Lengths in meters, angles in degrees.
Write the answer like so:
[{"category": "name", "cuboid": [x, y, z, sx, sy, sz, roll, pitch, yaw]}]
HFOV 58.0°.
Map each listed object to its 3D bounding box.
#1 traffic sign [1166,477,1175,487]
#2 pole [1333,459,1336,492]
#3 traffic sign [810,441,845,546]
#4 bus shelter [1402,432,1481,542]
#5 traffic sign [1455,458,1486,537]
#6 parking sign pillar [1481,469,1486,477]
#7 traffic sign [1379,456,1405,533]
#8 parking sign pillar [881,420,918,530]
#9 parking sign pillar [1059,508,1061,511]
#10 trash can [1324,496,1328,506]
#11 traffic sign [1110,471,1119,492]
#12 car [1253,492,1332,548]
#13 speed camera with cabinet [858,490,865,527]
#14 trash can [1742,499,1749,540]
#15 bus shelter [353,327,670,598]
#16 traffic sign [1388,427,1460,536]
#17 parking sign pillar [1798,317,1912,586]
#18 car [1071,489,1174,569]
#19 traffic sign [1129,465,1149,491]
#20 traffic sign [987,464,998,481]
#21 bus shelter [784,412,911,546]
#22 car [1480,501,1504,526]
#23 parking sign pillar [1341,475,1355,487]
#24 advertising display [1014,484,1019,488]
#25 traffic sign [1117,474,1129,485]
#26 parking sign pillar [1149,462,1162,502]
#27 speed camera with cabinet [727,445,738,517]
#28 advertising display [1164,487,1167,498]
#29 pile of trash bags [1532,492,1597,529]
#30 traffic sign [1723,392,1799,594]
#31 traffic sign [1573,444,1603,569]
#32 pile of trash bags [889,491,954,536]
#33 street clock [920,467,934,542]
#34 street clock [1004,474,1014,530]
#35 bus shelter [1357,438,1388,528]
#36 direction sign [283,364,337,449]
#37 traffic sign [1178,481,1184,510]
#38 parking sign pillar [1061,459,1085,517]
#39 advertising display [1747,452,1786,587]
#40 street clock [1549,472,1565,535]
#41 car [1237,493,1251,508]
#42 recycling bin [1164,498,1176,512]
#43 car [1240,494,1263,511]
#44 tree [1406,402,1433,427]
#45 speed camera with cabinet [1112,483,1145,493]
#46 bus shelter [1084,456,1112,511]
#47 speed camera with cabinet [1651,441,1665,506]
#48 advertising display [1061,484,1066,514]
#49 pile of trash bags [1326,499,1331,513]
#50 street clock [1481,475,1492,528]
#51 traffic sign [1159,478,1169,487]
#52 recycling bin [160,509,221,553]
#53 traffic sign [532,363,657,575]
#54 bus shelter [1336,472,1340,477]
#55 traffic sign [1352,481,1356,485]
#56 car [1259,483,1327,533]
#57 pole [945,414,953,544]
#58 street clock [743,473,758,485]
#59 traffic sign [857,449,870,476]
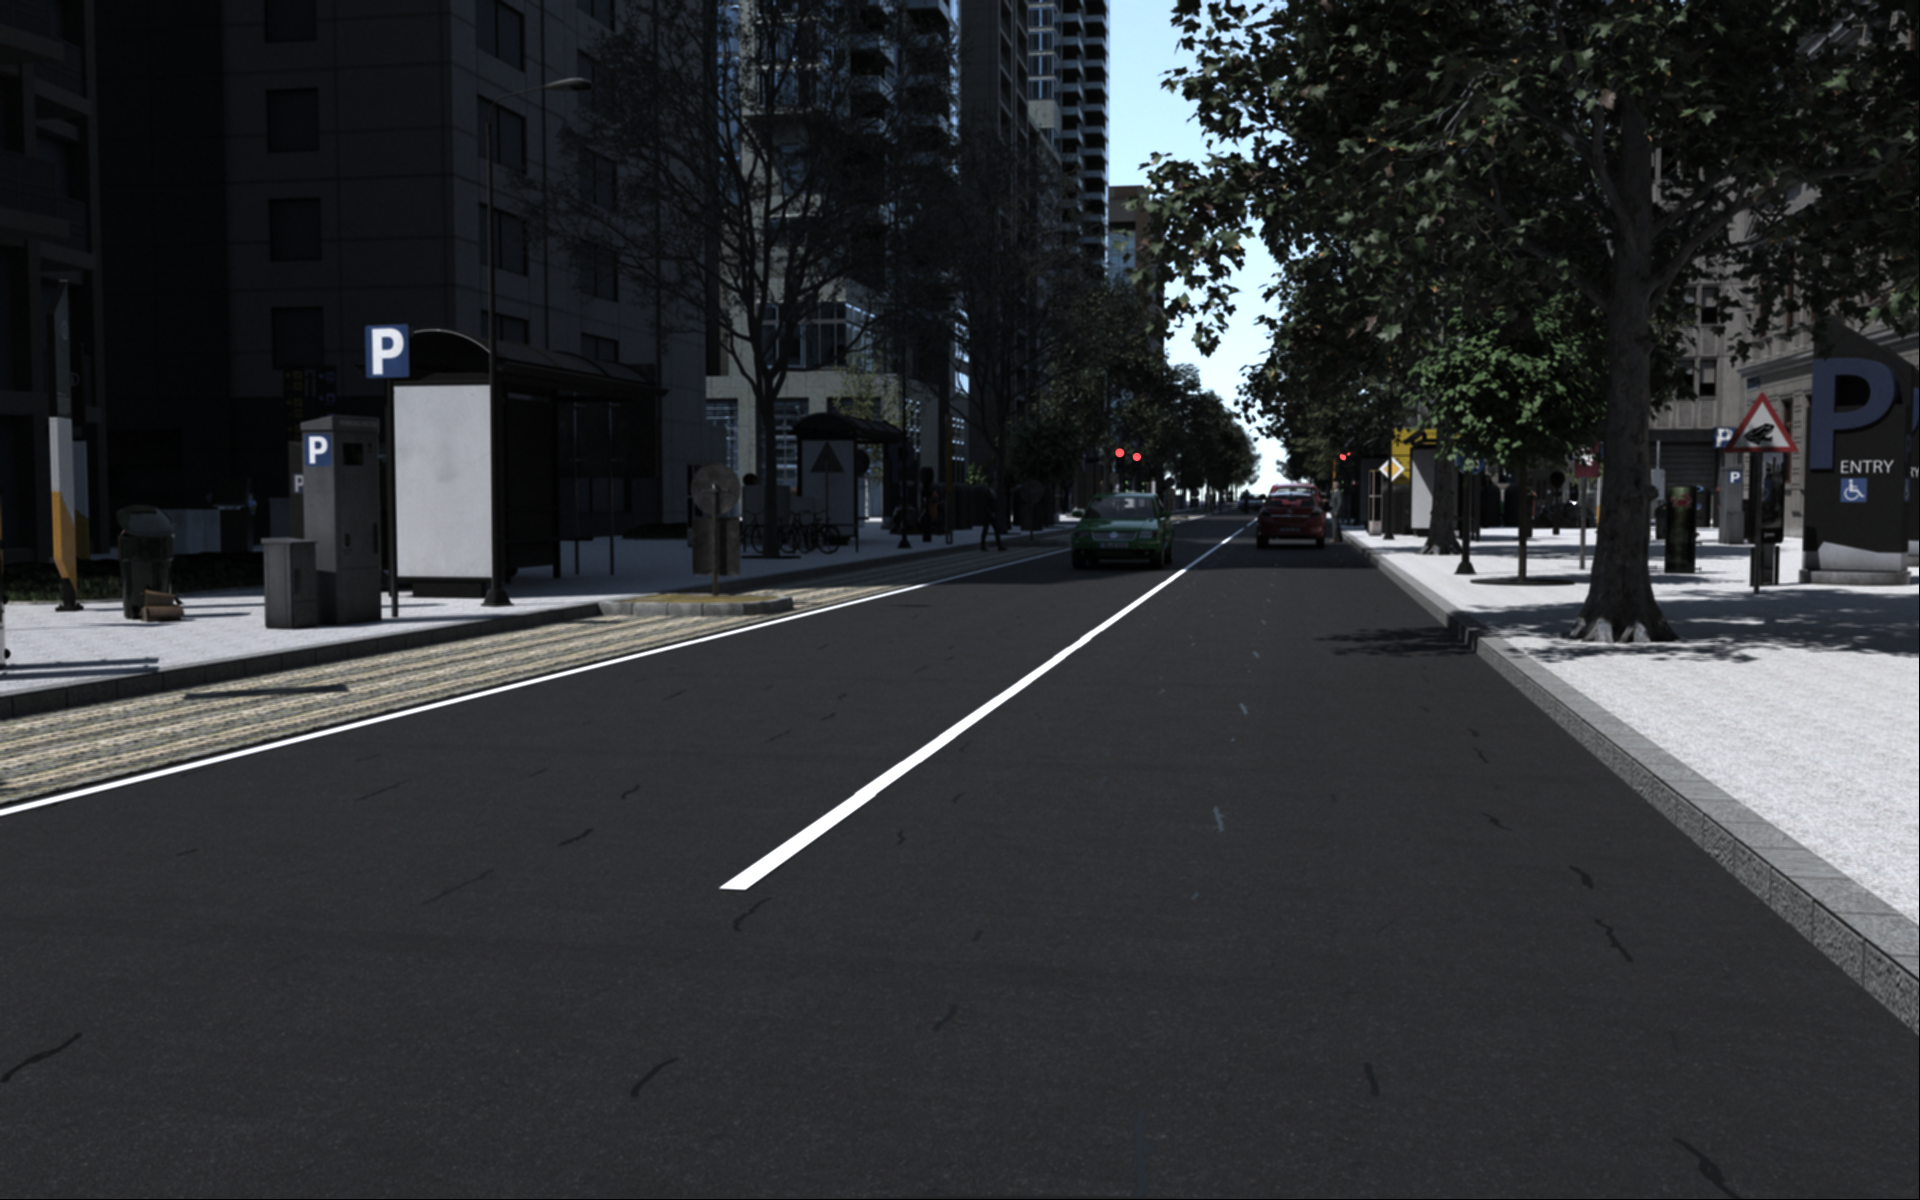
[{"category": "traffic sign", "cuboid": [15.572, -7.854, 128.524, 0.768, 2.556, 0.104, 1, 4, 16]}, {"category": "pole", "cuboid": [21.481, -6.456, 99.406, 0.158, 3.312, 0.155, 0, 3, 0]}, {"category": "traffic sign", "cuboid": [-3.263, -2.601, 42.536, 0.884, 2.594, 0.081, 1, 4, 14]}, {"category": "bus shelter", "cuboid": [13.690, -3.369, 49.009, 2.014, 3.302, 5.546, 1, 4, 11]}, {"category": "traffic sign", "cuboid": [13.421, -2.783, 45.600, 0.768, 2.556, 0.104, 1, 4, 13]}, {"category": "parking sign pillar", "cuboid": [31.273, -7.115, 104.799, 1.447, 3.967, 1.447, -1, 4, -12]}, {"category": "traffic sign", "cuboid": [13.048, -3.132, 52.389, 0.795, 2.450, 0.064, 1, 4, 12]}, {"category": "parking sign pillar", "cuboid": [-2.174, -4.561, 63.039, 1.447, 3.967, 1.447, -3, 5, -39]}, {"category": "parking sign pillar", "cuboid": [8.395, -8.871, 133.505, 1.447, 3.967, 1.447, -3, 5, -40]}, {"category": "trash can", "cuboid": [29.223, -7.696, 137.477, 0.748, 1.137, 0.748, 0, 3, 0]}, {"category": "traffic sign", "cuboid": [8.726, -5.960, 97.547, 0.768, 2.556, 0.104, 1, 4, 14]}, {"category": "car", "cuboid": [9.065, -2.340, 47.295, 2.155, 1.783, 4.494, 1, 4, 12]}, {"category": "speed camera with cabinet", "cuboid": [-4.491, -4.485, 67.665, 0.660, 3.252, 2.038, -3, 4, -36]}, {"category": "trash can", "cuboid": [22.324, -2.286, 49.033, 0.748, 1.137, 0.748, 0, 3, 0]}, {"category": "bus shelter", "cuboid": [-5.917, -1.828, 23.813, 2.014, 3.302, 5.546, 1, 4, 11]}, {"category": "traffic sign", "cuboid": [14.109, -3.578, 52.373, 2.265, 3.308, 0.079, 1, 4, 14]}, {"category": "parking sign pillar", "cuboid": [12.845, -2.220, 24.767, 1.447, 3.967, 1.447, 3, 5, 40]}, {"category": "car", "cuboid": [3.293, -1.584, 34.689, 1.959, 1.807, 4.718, 1, 4, 10]}, {"category": "traffic sign", "cuboid": [12.365, -7.929, 123.513, 2.265, 3.308, 0.079, 1, 4, 20]}, {"category": "traffic sign", "cuboid": [1.498, -4.487, 73.468, 0.768, 2.556, 0.104, 1, 4, 17]}, {"category": "bus shelter", "cuboid": [-2.867, -3.165, 45.664, 2.014, 3.302, 5.546, 1, 4, 11]}, {"category": "car", "cuboid": [21.440, -4.002, 74.234, 4.718, 1.807, 1.959, 1, 4, 9]}, {"category": "parking sign pillar", "cuboid": [29.616, -8.799, 132.327, 1.447, 3.967, 1.447, -2, 4, -31]}, {"category": "advertising display", "cuboid": [3.688, -6.617, 113.406, 0.123, 1.923, 0.974, 1, 4, 15]}, {"category": "traffic sign", "cuboid": [9.141, -5.927, 97.019, 0.768, 2.556, 0.104, 1, 4, 14]}, {"category": "parking sign pillar", "cuboid": [14.731, -8.790, 132.189, 1.447, 3.967, 1.447, -1, 4, -13]}, {"category": "speed camera with cabinet", "cuboid": [-9.384, -4.642, 70.230, 0.660, 3.252, 2.038, 0, 4, -3]}, {"category": "advertising display", "cuboid": [16.023, -8.143, 138.358, 0.974, 1.923, 0.123, 2, 4, 27]}, {"category": "pile of trash bags", "cuboid": [22.140, -3.358, 64.650, 3.447, 1.369, 1.912, -3, 4, -36]}, {"category": "traffic sign", "cuboid": [10.242, -1.357, 22.199, 0.884, 2.594, 0.081, 1, 4, 16]}, {"category": "traffic sign", "cuboid": [10.606, -1.794, 29.439, 0.768, 2.556, 0.104, 1, 4, 16]}, {"category": "pile of trash bags", "cuboid": [-1.112, -2.753, 54.761, 1.912, 1.369, 3.447, -1, 4, -10]}, {"category": "street clock", "cuboid": [-0.883, -2.557, 46.382, 0.358, 2.002, 0.471, -1, 4, -21]}, {"category": "street clock", "cuboid": [1.720, -3.515, 62.034, 0.358, 2.002, 0.471, 3, 4, 39]}, {"category": "bus shelter", "cuboid": [15.182, -4.171, 62.113, 2.014, 3.302, 5.546, 1, 4, 11]}, {"category": "direction sign", "cuboid": [-11.370, -2.348, 30.390, 0.876, 3.537, 0.379, -2, 4, -28]}, {"category": "traffic sign", "cuboid": [17.857, -8.477, 140.729, 0.606, 2.300, 0.079, 1, 4, 17]}, {"category": "parking sign pillar", "cuboid": [6.663, -6.641, 97.054, 1.447, 3.967, 1.447, 0, 4, -8]}, {"category": "advertising display", "cuboid": [11.293, -1.165, 24.259, 0.974, 1.923, 0.123, -3, 5, -44]}, {"category": "street clock", "cuboid": [18.785, -3.055, 54.522, 0.471, 2.002, 0.358, 1, 4, 15]}, {"category": "car", "cuboid": [28.930, -10.085, 174.474, 1.945, 1.707, 3.694, 1, 4, 13]}, {"category": "recycling bin", "cuboid": [15.307, -6.985, 126.762, 0.722, 1.027, 0.722, 3, 5, 41]}, {"category": "car", "cuboid": [24.635, -8.199, 146.061, 2.014, 1.417, 4.499, 1, 4, 10]}, {"category": "tree", "cuboid": [30.964, -10.054, 114.749, 4.360, 8.622, 3.978, 0, 3, 0]}, {"category": "speed camera with cabinet", "cuboid": [10.362, -6.868, 106.624, 2.038, 3.252, 0.660, -2, 4, -26]}, {"category": "bus shelter", "cuboid": [8.733, -7.164, 108.407, 1.731, 3.624, 6.357, 1, 4, 11]}, {"category": "speed camera with cabinet", "cuboid": [25.570, -4.315, 64.882, 0.660, 3.252, 2.038, -1, 4, -10]}, {"category": "advertising display", "cuboid": [6.821, -6.633, 113.656, 0.123, 1.923, 0.974, -1, 4, -9]}, {"category": "pile of trash bags", "cuboid": [26.852, -6.692, 119.160, 1.912, 1.369, 3.447, -3, 5, -44]}, {"category": "street clock", "cuboid": [19.791, -3.707, 65.181, 0.358, 2.002, 0.471, 3, 5, 42]}, {"category": "traffic sign", "cuboid": [14.722, -7.692, 125.763, 0.884, 2.594, 0.081, 1, 4, 14]}, {"category": "recycling bin", "cuboid": [-12.752, -0.984, 28.635, 0.722, 1.027, 0.722, 1, 4, 22]}, {"category": "traffic sign", "cuboid": [-5.801, -2.051, 27.401, 2.265, 3.308, 0.079, 1, 4, 20]}, {"category": "bus shelter", "cuboid": [32.923, -9.378, 147.255, 2.014, 3.302, 5.546, 1, 4, 11]}, {"category": "traffic sign", "cuboid": [22.418, -6.097, 99.688, 0.884, 2.594, 0.081, 1, 4, 14]}, {"category": "car", "cuboid": [11.380, -3.084, 59.101, 2.281, 1.827, 5.304, 1, 4, 9]}, {"category": "pole", "cuboid": [-0.281, -3.091, 44.381, 0.158, 3.312, 0.155, 0, 3, 0]}, {"category": "street clock", "cuboid": [-7.370, -3.444, 60.881, 0.471, 2.002, 0.358, -2, 4, -29]}, {"category": "traffic sign", "cuboid": [-2.923, -2.993, 49.034, 0.768, 2.556, 0.104, 1, 4, 15]}]
